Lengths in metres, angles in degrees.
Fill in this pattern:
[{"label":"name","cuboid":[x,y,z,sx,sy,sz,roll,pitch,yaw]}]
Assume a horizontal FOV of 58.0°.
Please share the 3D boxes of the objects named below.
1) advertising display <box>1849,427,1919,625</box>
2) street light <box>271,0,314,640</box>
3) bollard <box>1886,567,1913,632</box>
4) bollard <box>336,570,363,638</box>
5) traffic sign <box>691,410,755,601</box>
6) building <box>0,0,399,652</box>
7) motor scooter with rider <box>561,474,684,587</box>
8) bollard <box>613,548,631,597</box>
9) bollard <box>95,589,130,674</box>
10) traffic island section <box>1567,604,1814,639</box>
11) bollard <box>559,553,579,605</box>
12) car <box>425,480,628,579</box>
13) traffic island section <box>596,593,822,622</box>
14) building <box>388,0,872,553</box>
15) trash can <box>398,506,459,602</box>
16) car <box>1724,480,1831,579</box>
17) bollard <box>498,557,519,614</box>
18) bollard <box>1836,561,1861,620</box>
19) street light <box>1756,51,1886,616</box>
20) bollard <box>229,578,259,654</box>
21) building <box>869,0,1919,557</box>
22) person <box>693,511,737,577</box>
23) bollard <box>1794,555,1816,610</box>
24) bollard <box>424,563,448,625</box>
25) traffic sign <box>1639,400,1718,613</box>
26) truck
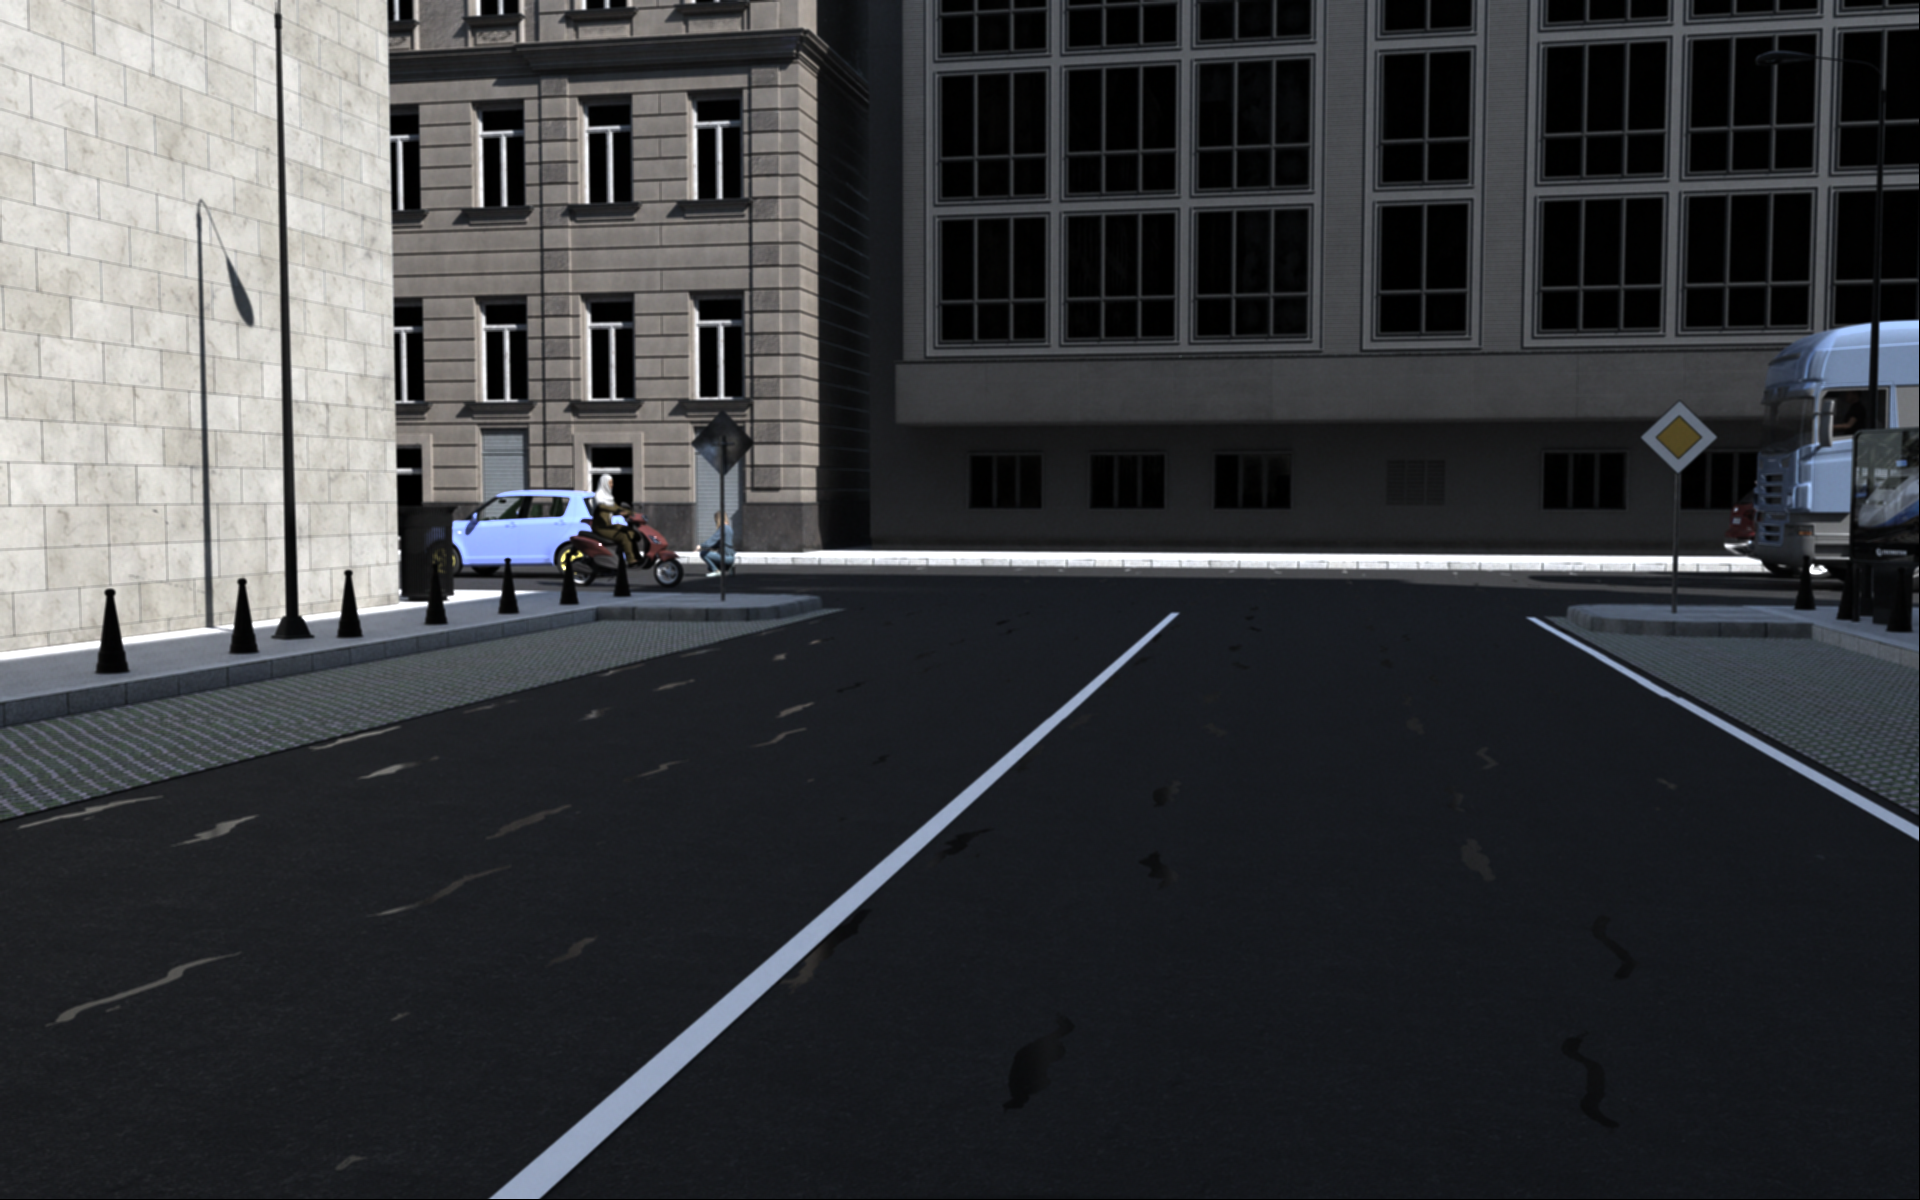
[{"label":"advertising display","cuboid":[9.145,-0.717,16.938,0.123,1.923,0.974,-1,4,-20]},{"label":"street light","cuboid":[-5.422,-2.606,15.155,1.470,5.913,1.316,1,4,11]},{"label":"bollard","cuboid":[8.775,-0.007,16.159,0.229,0.601,0.229,0,3,0]},{"label":"bollard","cuboid":[-5.483,0.030,15.544,0.229,0.601,0.229,0,3,0]},{"label":"traffic sign","cuboid":[-2.841,-1.045,20.725,0.795,2.450,0.064,1,4,11]},{"label":"building","cuboid":[-15.777,-9.867,16.069,16.860,20.320,10.420,1,4,11]},{"label":"motor scooter with rider","cuboid":[-5.236,-1.086,26.724,1.986,1.779,0.876,1,4,11]},{"label":"bollard","cuboid":[-4.239,-0.347,21.708,0.229,0.601,0.229,0,3,0]},{"label":"bollard","cuboid":[-6.103,0.220,12.452,0.229,0.601,0.229,0,3,0]},{"label":"traffic island section","cuboid":[7.713,0.221,18.662,2.009,0.180,2.903,1,4,11]},{"label":"bollard","cuboid":[-4.555,-0.252,20.164,0.229,0.601,0.229,0,3,0]},{"label":"car","cuboid":[-7.603,-1.259,30.169,3.694,1.707,1.945,1,4,12]},{"label":"traffic island section","cuboid":[-2.865,0.091,20.792,2.009,0.180,2.903,1,4,11]},{"label":"building","cuboid":[-14.188,-15.140,44.808,25.104,27.353,12.463,1,4,11]},{"label":"trash can","cuboid":[-6.404,-0.560,20.808,0.748,1.137,0.748,0,3,0]},{"label":"car","cuboid":[16.006,-1.286,29.696,5.304,1.827,2.281,1,4,10]},{"label":"bollard","cuboid":[-4.859,-0.158,18.623,0.229,0.601,0.229,0,3,0]},{"label":"bollard","cuboid":[9.088,-0.101,17.700,0.229,0.601,0.229,0,3,0]},{"label":"street light","cuboid":[9.052,-2.795,18.247,1.470,5.913,1.316,1,4,11]},{"label":"bollard","cuboid":[-5.793,0.125,13.992,0.229,0.601,0.229,0,3,0]},{"label":"building","cuboid":[10.708,-15.150,41.216,24.014,27.812,14.314,1,4,11]},{"label":"person","cuboid":[-4.294,-0.986,30.121,0.738,1.151,1.012,1,4,17]},{"label":"bollard","cuboid":[9.399,-0.196,19.247,0.229,0.601,0.229,0,3,0]},{"label":"bollard","cuboid":[-5.174,-0.064,17.084,0.229,0.601,0.229,0,3,0]},{"label":"traffic sign","cuboid":[7.688,-0.914,18.590,0.795,2.450,0.064,1,4,11]},{"label":"truck","cuboid":[20.907,-2.142,24.784,18.799,4.110,2.967,1,4,11]}]
